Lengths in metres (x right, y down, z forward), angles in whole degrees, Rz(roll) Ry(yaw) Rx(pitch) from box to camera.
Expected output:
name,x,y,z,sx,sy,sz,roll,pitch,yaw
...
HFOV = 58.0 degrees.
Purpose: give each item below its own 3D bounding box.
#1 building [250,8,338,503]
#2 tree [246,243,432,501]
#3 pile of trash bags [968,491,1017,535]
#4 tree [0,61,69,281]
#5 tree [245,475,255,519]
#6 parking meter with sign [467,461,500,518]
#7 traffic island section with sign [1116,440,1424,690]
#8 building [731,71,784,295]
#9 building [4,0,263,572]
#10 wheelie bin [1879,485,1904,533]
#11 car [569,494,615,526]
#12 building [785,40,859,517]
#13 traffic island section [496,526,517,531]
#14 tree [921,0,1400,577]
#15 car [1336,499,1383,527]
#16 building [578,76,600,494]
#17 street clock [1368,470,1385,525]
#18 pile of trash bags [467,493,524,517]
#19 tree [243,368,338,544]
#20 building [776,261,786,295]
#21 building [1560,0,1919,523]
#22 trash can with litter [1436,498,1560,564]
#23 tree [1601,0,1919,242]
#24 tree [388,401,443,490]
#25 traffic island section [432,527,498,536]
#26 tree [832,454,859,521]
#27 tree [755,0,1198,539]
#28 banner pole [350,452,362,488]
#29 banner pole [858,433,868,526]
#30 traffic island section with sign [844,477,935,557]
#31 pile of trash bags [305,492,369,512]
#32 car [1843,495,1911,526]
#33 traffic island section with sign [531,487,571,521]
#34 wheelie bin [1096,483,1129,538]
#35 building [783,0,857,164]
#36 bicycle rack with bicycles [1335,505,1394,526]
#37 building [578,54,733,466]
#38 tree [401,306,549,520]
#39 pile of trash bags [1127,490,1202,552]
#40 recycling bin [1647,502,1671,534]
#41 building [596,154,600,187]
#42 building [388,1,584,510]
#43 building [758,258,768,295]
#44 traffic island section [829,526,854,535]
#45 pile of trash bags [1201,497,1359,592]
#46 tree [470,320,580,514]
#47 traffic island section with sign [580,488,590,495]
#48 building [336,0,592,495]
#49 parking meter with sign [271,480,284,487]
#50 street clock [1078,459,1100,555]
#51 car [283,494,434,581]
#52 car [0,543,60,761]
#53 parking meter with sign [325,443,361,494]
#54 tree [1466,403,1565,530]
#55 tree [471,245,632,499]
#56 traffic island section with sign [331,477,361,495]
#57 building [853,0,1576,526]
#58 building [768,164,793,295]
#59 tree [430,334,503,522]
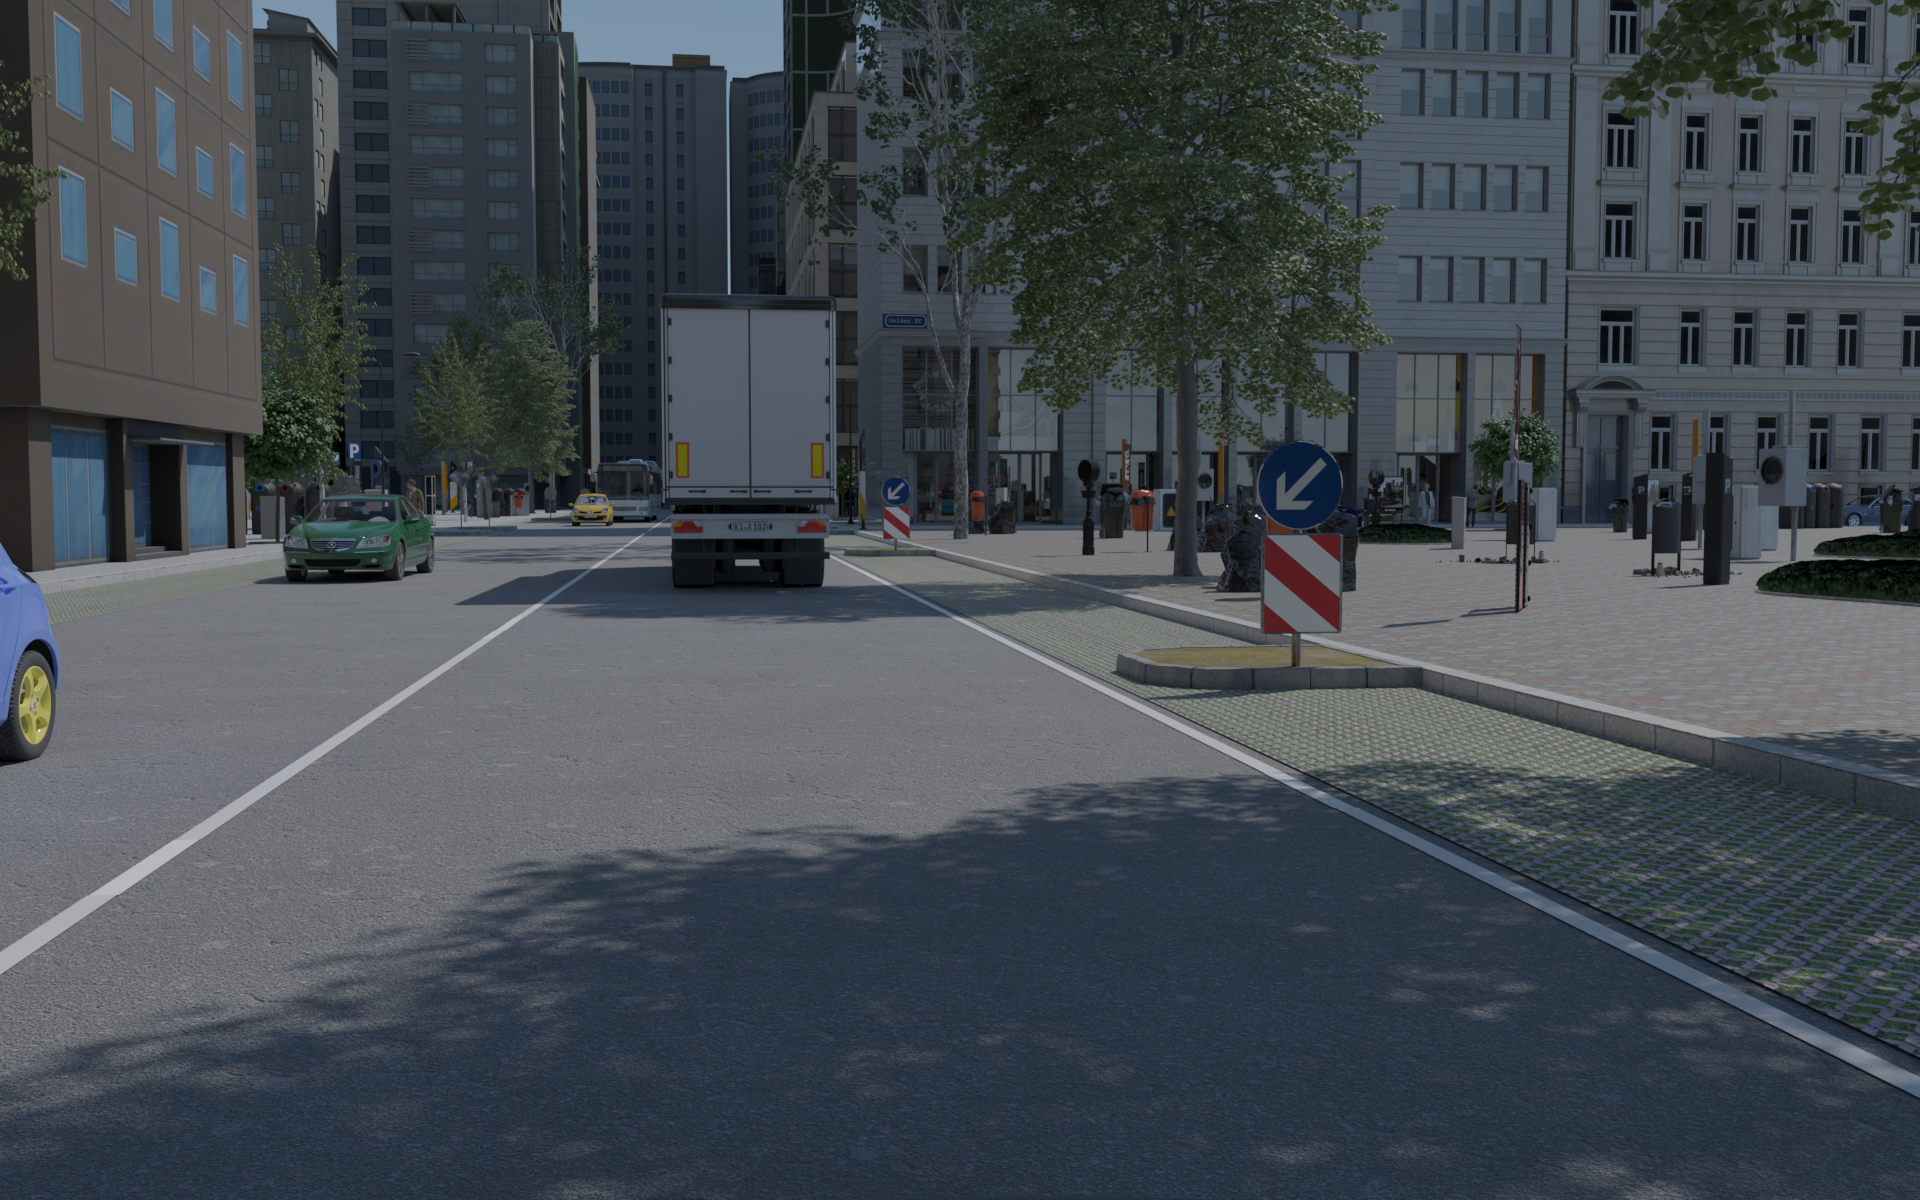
name,x,y,z,sx,sy,sz,roll,pitch,yaw
building,-83.486,-37.124,196.215,27.495,52.752,28.713,-1,4,-8
tree,-18.794,-6.114,50.322,4.737,8.622,4.395,0,3,0
pile of trash bags,0.804,-2.801,55.545,1.912,1.369,3.447,1,4,9
tree,-15.407,-4.587,25.368,4.737,8.622,4.395,0,3,0
tree,-35.926,-5.726,88.214,1.663,3.219,1.824,0,3,0
parking meter with sign,-25.557,-5.919,93.035,0.543,3.016,1.738,3,5,39
traffic island section with sign,2.297,-0.301,13.549,1.989,1.847,2.006,-1,4,-8
building,-17.299,-42.605,238.596,28.212,58.520,21.231,-1,4,-8
building,-22.634,-23.395,32.622,14.600,45.320,14.200,-1,4,-8
wheelie bin,30.911,-3.031,57.467,0.693,1.594,0.980,1,4,17
car,-16.569,-4.151,78.098,2.015,1.641,3.980,-1,4,-9
building,-0.906,-18.883,113.248,19.350,26.468,34.151,-1,4,-8
traffic island section,-18.597,-2.819,68.373,2.009,0.180,2.903,-1,4,-8
tree,3.144,-6.638,26.662,7.486,12.596,7.792,0,3,0
car,14.532,-3.388,67.969,3.894,1.354,1.945,-1,4,-9
building,-45.538,-32.530,181.970,14.600,45.320,14.200,-1,4,-8
street clock,12.323,-2.857,51.284,0.358,2.002,0.471,-2,4,-26
pile of trash bags,-26.529,-5.489,99.489,1.912,1.369,3.447,3,4,37
tree,-17.837,-3.754,45.086,4.285,4.588,4.351,0,3,0
building,-8.061,-18.852,137.901,12.332,23.373,15.834,-1,4,-8
building,35.060,-18.132,82.366,20.117,28.700,13.634,-1,4,-8
trash can with litter,10.107,-1.311,32.491,2.233,1.210,1.678,1,4,17
tree,5.578,-5.499,8.029,7.486,12.596,7.792,0,3,0
tree,-42.251,-11.219,133.797,4.360,8.622,3.978,0,3,0
traffic island section,-17.428,-2.336,60.473,2.009,0.180,2.903,-1,4,-8
tree,-5.546,-5.433,83.431,1.663,3.219,1.824,0,3,0
tree,0.506,-11.881,50.140,12.611,20.169,13.585,0,3,0
banner pole,-31.381,-6.105,89.839,0.863,3.779,0.401,1,4,12
banner pole,-3.913,-4.926,70.555,0.401,3.779,0.863,0,4,7
traffic island section with sign,-1.679,-1.940,40.354,1.989,1.847,2.006,-1,4,-8
pile of trash bags,-27.631,-4.066,76.239,3.447,1.369,1.912,0,4,0
car,38.681,-3.755,73.401,4.499,1.417,2.014,-1,4,-10
traffic island section with sign,-21.883,-5.146,92.759,1.989,1.847,2.006,-1,4,-8
wheelie bin,4.451,-2.591,50.267,0.980,1.594,0.693,-1,4,-12
building,-8.962,-44.858,171.677,20.563,71.187,20.611,-1,4,-8
bicycle rack with bicycles,12.835,-2.666,56.978,2.852,0.926,2.925,3,5,41
building,-45.647,-42.344,234.329,28.212,58.520,21.231,-1,4,-8
tree,-24.062,-9.300,86.473,7.601,10.594,8.767,0,4,-4
pile of trash bags,5.330,-1.785,38.943,3.447,1.369,1.912,-2,4,-24
recycling bin,22.653,-2.669,56.189,0.722,1.027,0.722,1,4,17
building,-55.641,-33.586,203.754,28.867,44.769,22.147,-1,4,-8
building,-39.993,-28.395,147.847,14.154,41.232,14.086,-1,4,-8
building,-17.836,-27.011,213.334,14.160,30.474,14.107,-1,4,-8
traffic island section,-4.921,-2.448,62.314,2.009,0.180,2.903,-1,4,-8
pile of trash bags,4.291,-0.800,22.833,1.912,1.369,3.447,1,4,12
tree,-28.400,-11.917,112.965,7.486,12.596,7.792,0,3,0
traffic island section with sign,-25.861,-6.791,119.664,1.989,1.847,2.006,-1,4,-8
building,-45.969,-44.361,163.555,20.563,71.187,20.611,-1,4,-8
parking meter with sign,-35.614,-5.757,90.393,0.543,3.016,1.738,3,5,40
street clock,2.695,-1.941,36.306,0.358,2.002,0.471,-2,4,-35
car,-10.340,-1.115,30.029,2.131,1.459,4.920,0,4,-7
car,-5.647,0.100,7.957,1.945,1.707,3.694,0,4,-7
parking meter with sign,-21.419,-3.870,59.542,1.738,3.016,0.543,2,4,28
tree,19.851,-4.784,61.931,4.285,4.588,4.351,0,3,0
tree,-29.138,-16.745,129.672,12.611,20.169,13.585,0,3,0
traffic island section with sign,-13.986,-1.880,39.368,1.989,1.847,2.006,-1,4,-8
building,10.601,-18.326,77.118,29.804,29.767,11.434,-1,4,-8
building,-9.489,-23.451,155.126,14.160,30.474,14.107,-1,4,-8
tree,-22.714,-7.863,78.923,4.737,8.622,4.395,0,3,0
